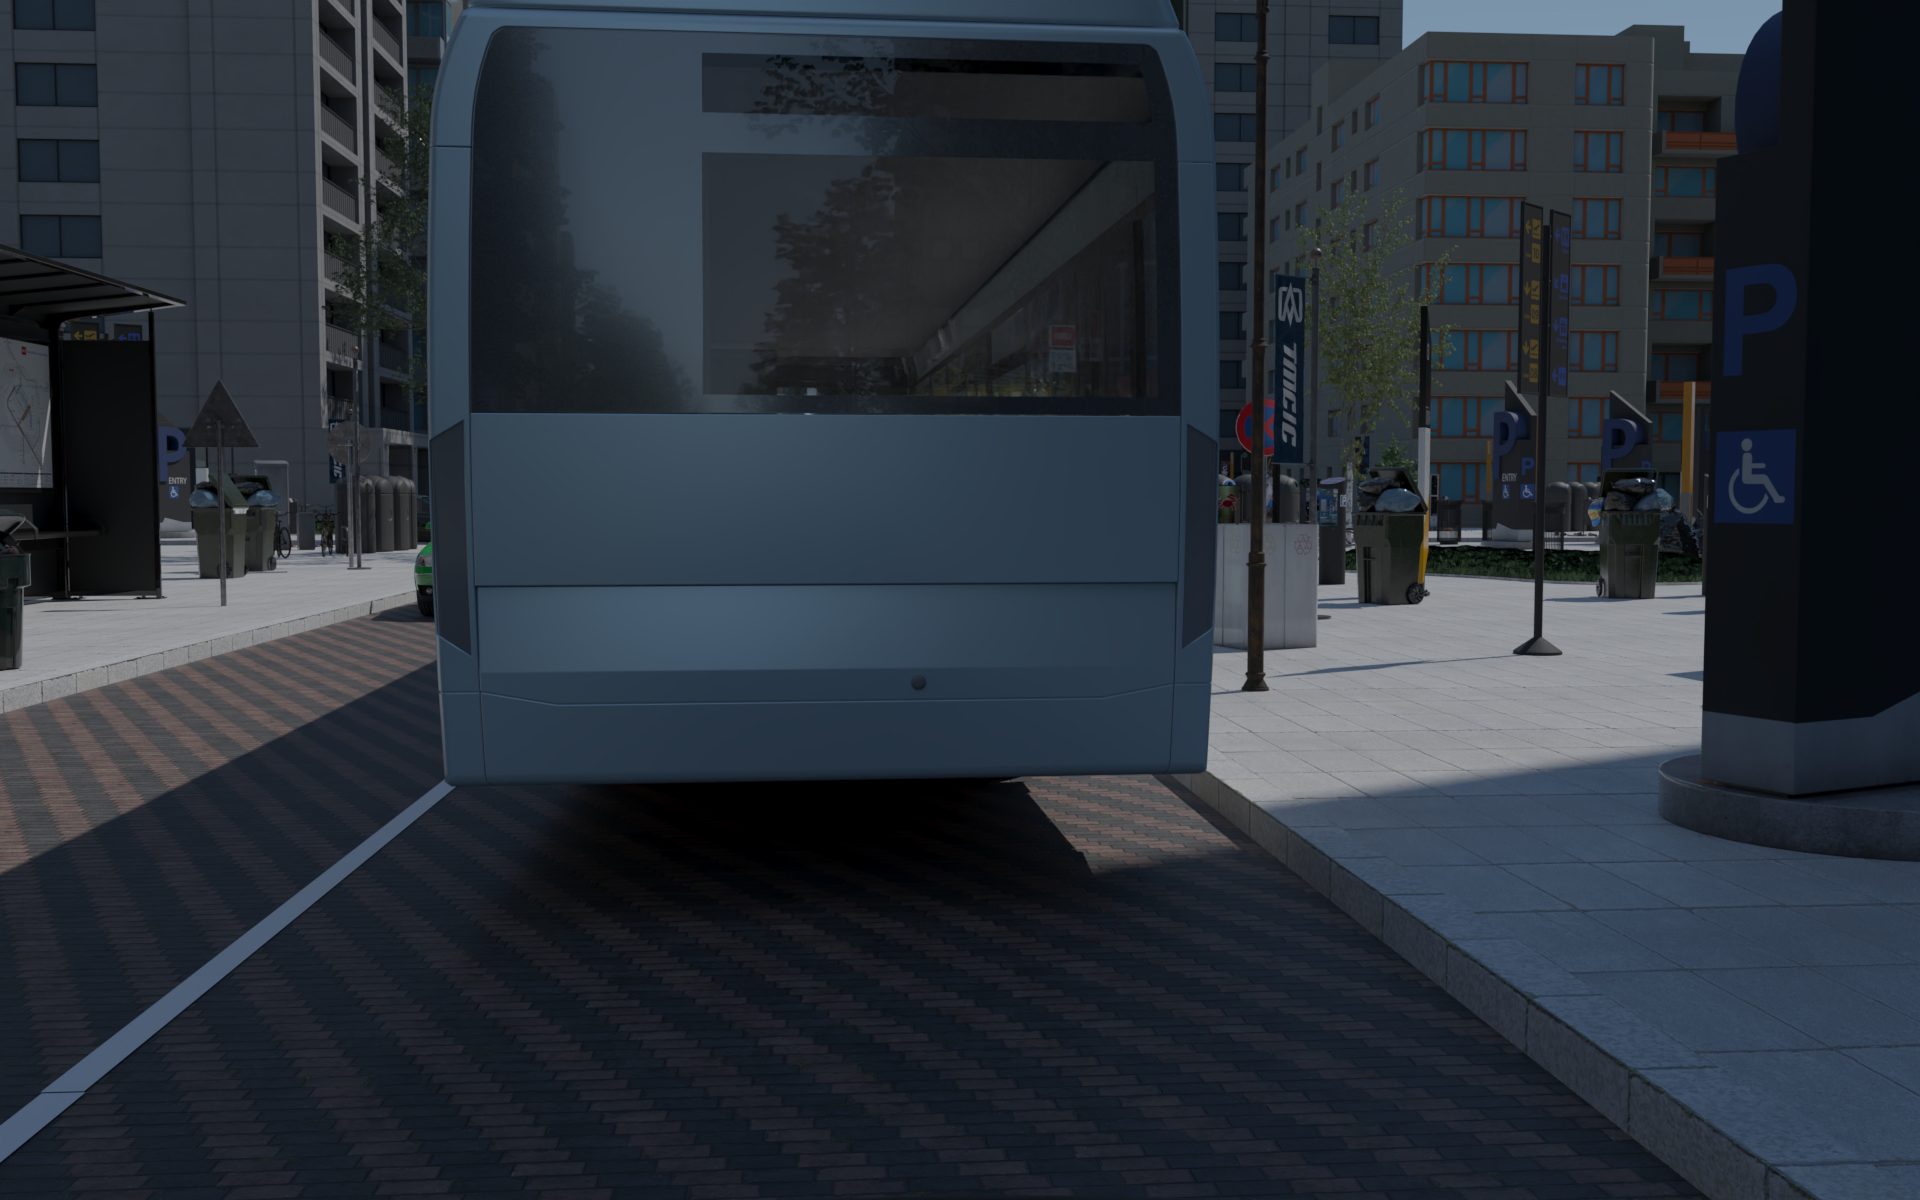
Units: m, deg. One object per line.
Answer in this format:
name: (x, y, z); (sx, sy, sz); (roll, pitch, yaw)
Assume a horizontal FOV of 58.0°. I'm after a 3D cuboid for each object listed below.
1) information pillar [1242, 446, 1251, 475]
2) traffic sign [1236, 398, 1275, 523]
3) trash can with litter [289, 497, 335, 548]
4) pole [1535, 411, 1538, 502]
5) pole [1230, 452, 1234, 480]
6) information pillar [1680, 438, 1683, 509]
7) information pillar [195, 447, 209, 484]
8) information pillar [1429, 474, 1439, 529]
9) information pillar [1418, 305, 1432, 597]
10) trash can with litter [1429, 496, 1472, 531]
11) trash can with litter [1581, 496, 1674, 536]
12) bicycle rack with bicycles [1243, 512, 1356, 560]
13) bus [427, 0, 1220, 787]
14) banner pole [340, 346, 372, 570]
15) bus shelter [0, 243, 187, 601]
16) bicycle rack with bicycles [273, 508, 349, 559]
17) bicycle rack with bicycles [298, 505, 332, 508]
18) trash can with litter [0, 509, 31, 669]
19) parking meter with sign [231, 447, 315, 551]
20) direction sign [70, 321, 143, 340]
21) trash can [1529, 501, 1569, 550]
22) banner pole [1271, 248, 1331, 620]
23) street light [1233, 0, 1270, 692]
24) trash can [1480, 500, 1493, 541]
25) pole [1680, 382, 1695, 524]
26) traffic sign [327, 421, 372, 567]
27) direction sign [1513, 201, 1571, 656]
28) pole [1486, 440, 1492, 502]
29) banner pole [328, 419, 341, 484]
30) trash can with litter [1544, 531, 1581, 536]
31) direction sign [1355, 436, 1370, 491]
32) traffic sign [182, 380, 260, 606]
information pillar: (13.117, -5.380, 79.316); (0.504, 3.616, 0.183); (1, 4, 8)
traffic sign: (4.045, -1.405, 23.074); (0.768, 2.556, 0.104); (0, 4, 2)
trash can with litter: (-15.815, -1.866, 41.572); (2.233, 1.210, 1.678); (0, 4, 4)
pole: (14.157, -2.964, 42.309); (0.158, 3.312, 0.155); (0, 3, 0)
pole: (13.295, -5.558, 84.709); (0.158, 3.312, 0.155); (0, 3, 0)
information pillar: (26.569, -4.420, 63.630); (0.183, 3.616, 0.504); (1, 4, 11)
information pillar: (-24.347, -3.934, 55.673); (0.504, 3.616, 0.183); (2, 4, 25)
information pillar: (17.641, -3.665, 64.421); (0.304, 2.012, 0.304); (1, 4, 18)
information pillar: (5.842, -1.862, 21.805); (0.183, 3.616, 0.504); (1, 4, 22)
trash can with litter: (16.861, -3.018, 60.398); (1.678, 1.210, 2.233); (0, 4, -6)
trash can with litter: (15.614, -1.722, 39.216); (1.678, 1.210, 2.233); (-2, 4, -33)
bicycle rack with bicycles: (6.381, -1.203, 33.058); (2.925, 0.926, 2.852); (0, 4, 7)
bus: (-1.116, -1.059, 12.180); (2.948, 3.499, 13.247); (0, 4, -6)
banner pole: (-10.144, -2.396, 29.185); (0.401, 3.779, 0.863); (-1, 4, -23)
bus shelter: (-10.004, -1.637, 18.051); (1.731, 3.624, 6.357); (0, 4, -5)
bicycle rack with bicycles: (-13.706, -1.357, 35.564); (2.852, 0.926, 2.925); (-1, 4, -21)
bicycle rack with bicycles: (-22.134, -2.791, 59.012); (2.852, 0.926, 2.925); (-3, 5, -43)
trash can with litter: (-7.351, -0.078, 12.669); (1.055, 1.170, 0.624); (1, 4, 19)
parking meter with sign: (-15.600, -2.632, 39.299); (1.738, 3.016, 0.543); (-2, 4, -30)
direction sign: (-11.266, -1.895, 22.974); (0.876, 3.537, 0.379); (-3, 5, -41)
trash can: (11.798, -1.411, 34.725); (0.748, 1.137, 0.748); (0, 3, 0)
banner pole: (3.445, -1.686, 17.586); (0.863, 3.779, 0.401); (-3, 5, -39)
street light: (1.930, -2.346, 11.144); (0.468, 5.910, 1.993); (0, 4, -5)
trash can: (13.300, -1.921, 43.062); (0.748, 1.137, 0.748); (0, 3, 0)
pole: (13.272, -2.309, 31.603); (0.158, 3.312, 0.155); (0, 3, 0)
traffic sign: (-10.706, -1.852, 30.392); (0.768, 2.556, 0.104); (0, 4, -4)
direction sign: (4.634, -1.333, 13.789); (0.379, 3.537, 0.876); (3, 5, 42)
pole: (19.961, -4.377, 65.399); (0.158, 3.312, 0.155); (0, 3, 0)
banner pole: (-18.124, -3.724, 50.912); (0.863, 3.779, 0.401); (-2, 4, -30)
trash can with litter: (18.999, -2.571, 53.086); (2.233, 1.210, 1.678); (2, 4, 31)
direction sign: (15.785, -4.653, 68.069); (0.379, 3.537, 0.876); (-2, 4, -25)
traffic sign: (-8.431, -1.208, 19.758); (0.884, 2.594, 0.081); (0, 4, 0)
